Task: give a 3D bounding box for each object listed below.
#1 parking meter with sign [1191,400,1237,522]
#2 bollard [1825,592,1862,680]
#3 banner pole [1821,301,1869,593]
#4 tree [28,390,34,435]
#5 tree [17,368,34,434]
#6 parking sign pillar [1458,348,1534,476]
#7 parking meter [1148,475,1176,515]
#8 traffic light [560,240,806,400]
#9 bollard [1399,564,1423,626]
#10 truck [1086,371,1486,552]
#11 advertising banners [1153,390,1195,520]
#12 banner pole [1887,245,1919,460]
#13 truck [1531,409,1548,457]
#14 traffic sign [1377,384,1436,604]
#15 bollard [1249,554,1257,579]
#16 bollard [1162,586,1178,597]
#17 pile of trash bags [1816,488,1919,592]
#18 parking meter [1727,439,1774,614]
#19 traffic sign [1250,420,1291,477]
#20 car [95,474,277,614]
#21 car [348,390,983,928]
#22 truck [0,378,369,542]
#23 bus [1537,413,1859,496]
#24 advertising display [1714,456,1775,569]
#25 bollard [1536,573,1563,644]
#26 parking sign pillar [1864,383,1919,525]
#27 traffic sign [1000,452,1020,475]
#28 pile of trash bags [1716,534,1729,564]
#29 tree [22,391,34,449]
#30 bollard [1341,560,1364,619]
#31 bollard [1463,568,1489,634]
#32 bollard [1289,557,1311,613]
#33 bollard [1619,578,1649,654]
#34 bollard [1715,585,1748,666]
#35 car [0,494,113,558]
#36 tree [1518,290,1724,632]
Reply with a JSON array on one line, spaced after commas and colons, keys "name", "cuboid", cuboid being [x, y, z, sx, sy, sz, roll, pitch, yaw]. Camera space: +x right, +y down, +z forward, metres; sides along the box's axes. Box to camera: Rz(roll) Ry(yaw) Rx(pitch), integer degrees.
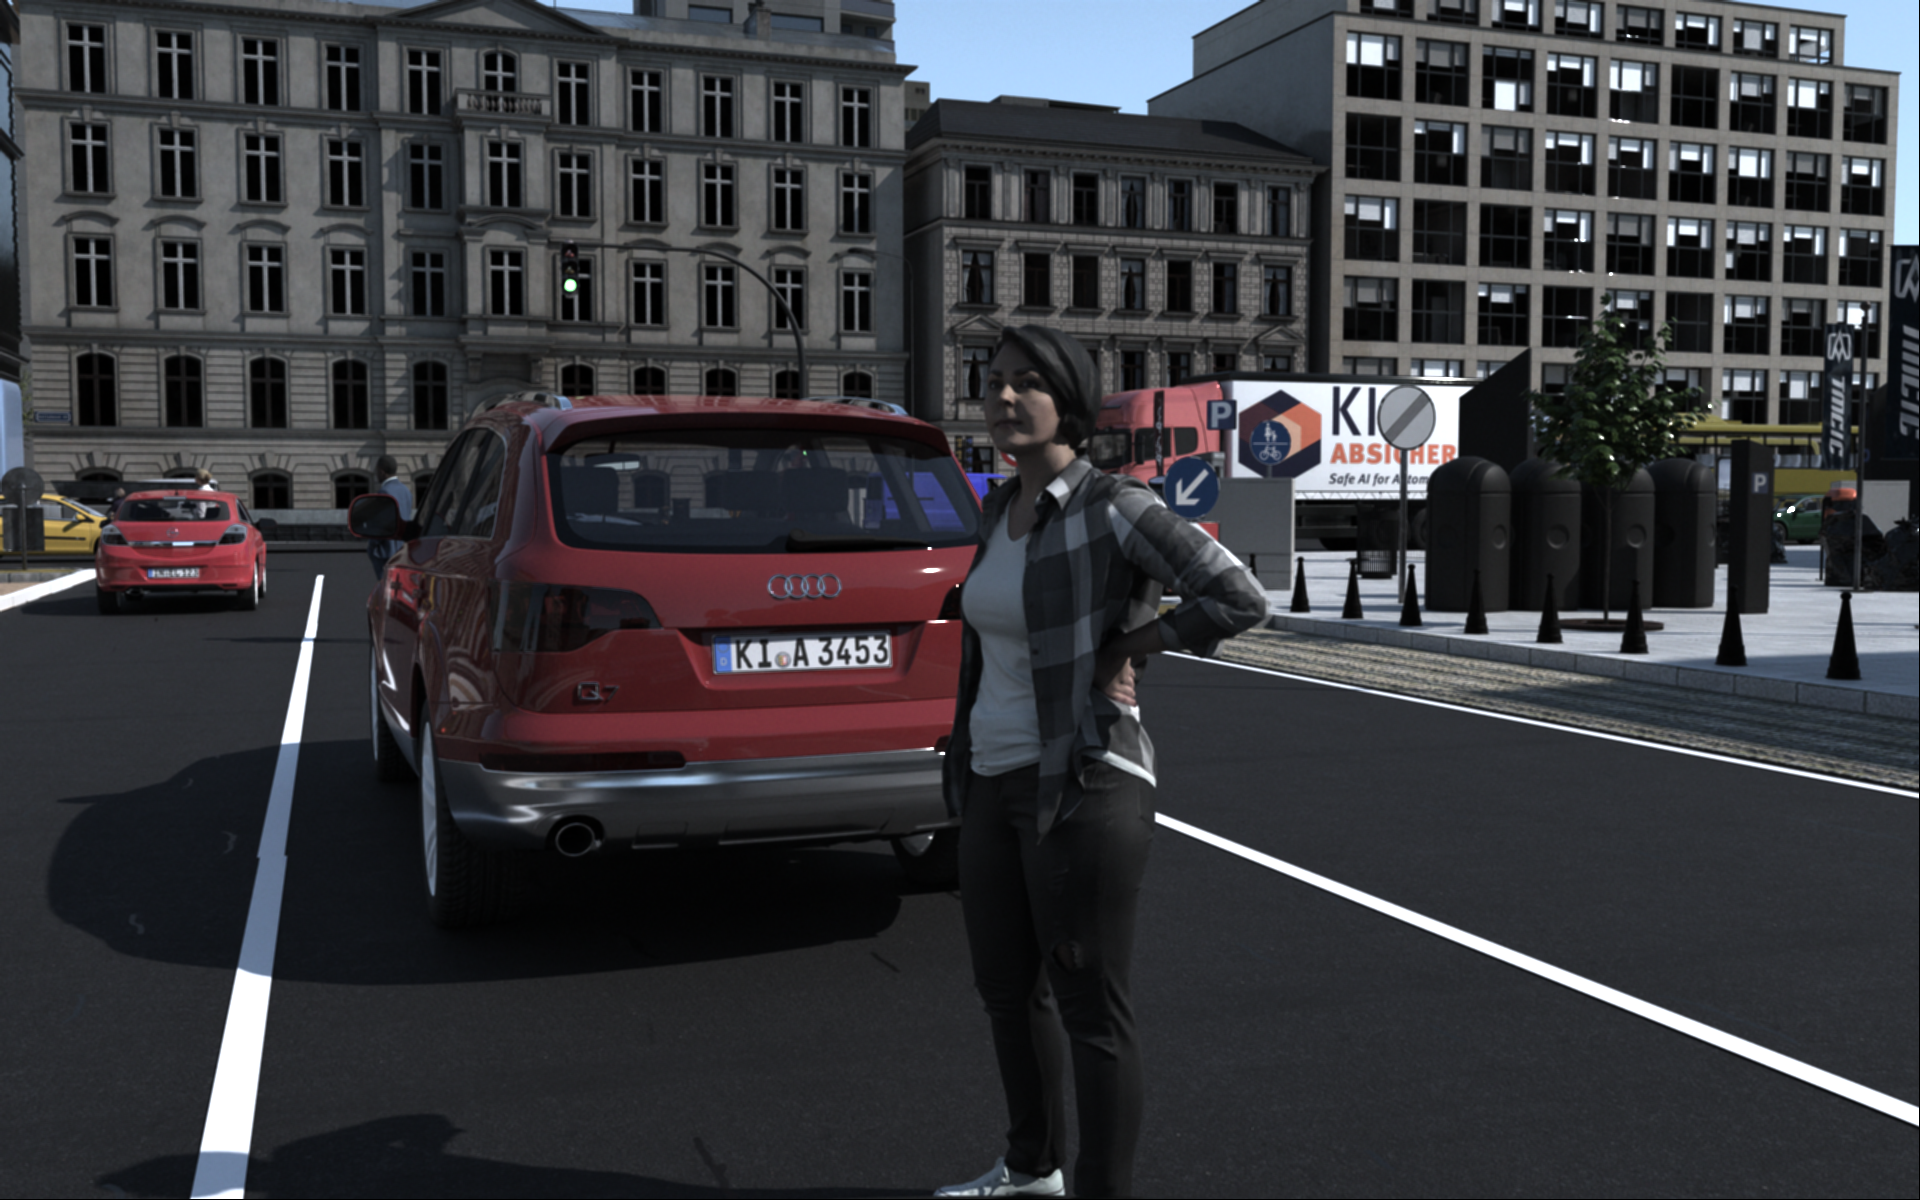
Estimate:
[{"name": "parking meter with sign", "cuboid": [4.472, -2.153, 31.462, 0.543, 3.016, 1.738, 2, 4, 27]}, {"name": "bollard", "cuboid": [6.148, 0.245, 12.033, 0.229, 0.601, 0.229, 0, 3, 0]}, {"name": "banner pole", "cuboid": [11.513, -1.986, 22.493, 0.863, 3.779, 0.401, -1, 4, -16]}, {"name": "tree", "cuboid": [-55.931, -12.040, 113.854, 9.611, 12.733, 9.660, 0, 3, 0]}, {"name": "tree", "cuboid": [-48.635, -8.399, 87.694, 4.737, 8.622, 4.395, 0, 3, 0]}, {"name": "parking sign pillar", "cuboid": [10.037, -2.690, 32.453, 1.447, 3.967, 1.447, 2, 4, 34]}, {"name": "parking meter", "cuboid": [2.696, -0.901, 23.148, 0.372, 1.533, 0.369, 0, 3, 0]}, {"name": "traffic light", "cuboid": [-4.947, -3.506, 31.994, 4.771, 5.953, 1.251, -1, 4, -20]}, {"name": "bollard", "cuboid": [4.396, -0.051, 16.877, 0.229, 0.601, 0.229, 0, 3, 0]}, {"name": "truck", "cuboid": [7.832, -3.206, 41.336, 11.283, 4.237, 2.839, -1, 4, -20]}, {"name": "advertising banners", "cuboid": [3.528, -1.988, 28.688, 0.090, 3.025, 2.074, -1, 4, -11]}, {"name": "banner pole", "cuboid": [8.605, -1.551, 15.380, 0.863, 3.779, 0.401, 0, 4, -1]}, {"name": "truck", "cuboid": [17.076, -4.225, 57.985, 11.283, 4.237, 2.839, -1, 4, -18]}, {"name": "traffic sign", "cuboid": [5.182, -1.231, 20.234, 0.768, 2.556, 0.104, -1, 4, -16]}, {"name": "bollard", "cuboid": [3.341, -0.230, 19.796, 0.229, 0.601, 0.229, 0, 3, 0]}, {"name": "bollard", "cuboid": [2.630, -0.350, 21.770, 0.229, 0.601, 0.229, 0, 3, 0]}, {"name": "pile of trash bags", "cuboid": [12.986, -0.887, 24.258, 1.912, 1.369, 3.447, 0, 4, 1]}, {"name": "parking meter", "cuboid": [8.493, -0.789, 18.605, 0.399, 1.863, 0.255, -1, 4, -20]}, {"name": "traffic sign", "cuboid": [5.341, -1.826, 29.959, 0.768, 2.556, 0.104, -1, 4, -15]}, {"name": "car", "cuboid": [-10.014, -0.819, 22.438, 2.155, 1.783, 4.494, -1, 4, -20]}, {"name": "car", "cuboid": [-1.403, 0.072, 7.493, 2.281, 1.827, 5.304, -1, 4, -22]}, {"name": "truck", "cuboid": [-16.987, -3.246, 42.833, 18.799, 4.110, 2.967, -1, 4, -18]}, {"name": "bus", "cuboid": [23.920, -3.807, 53.786, 12.252, 3.916, 2.896, -1, 4, -19]}, {"name": "advertising display", "cuboid": [13.453, -1.501, 29.758, 0.974, 1.923, 0.123, 0, 4, 4]}, {"name": "bollard", "cuboid": [5.092, 0.067, 14.945, 0.229, 0.601, 0.229, 0, 3, 0]}, {"name": "parking sign pillar", "cuboid": [17.296, -2.657, 31.909, 1.447, 3.967, 1.447, 0, 4, -3]}, {"name": "traffic sign", "cuboid": [1.100, -2.007, 32.920, 0.768, 2.556, 0.104, -1, 4, -15]}, {"name": "pile of trash bags", "cuboid": [13.533, -1.385, 32.399, 3.447, 1.369, 1.912, -1, 4, -14]}, {"name": "tree", "cuboid": [-53.785, -8.914, 96.111, 4.360, 8.622, 3.978, 0, 3, 0]}, {"name": "bollard", "cuboid": [4.048, -0.110, 17.843, 0.229, 0.601, 0.229, 0, 3, 0]}, {"name": "bollard", "cuboid": [4.748, 0.008, 15.912, 0.229, 0.601, 0.229, 0, 3, 0]}, {"name": "bollard", "cuboid": [3.697, -0.170, 18.816, 0.229, 0.601, 0.229, 0, 3, 0]}, {"name": "bollard", "cuboid": [5.443, 0.127, 13.970, 0.229, 0.601, 0.229, 0, 3, 0]}, {"name": "bollard", "cuboid": [5.796, 0.186, 12.997, 0.229, 0.601, 0.229, 0, 3, 0]}, {"name": "car", "cuboid": [-19.225, -1.626, 36.811, 3.980, 1.641, 2.015, -1, 4, -19]}, {"name": "tree", "cuboid": [6.124, -1.348, 16.649, 1.663, 3.219, 1.824, 0, 3, 0]}]
